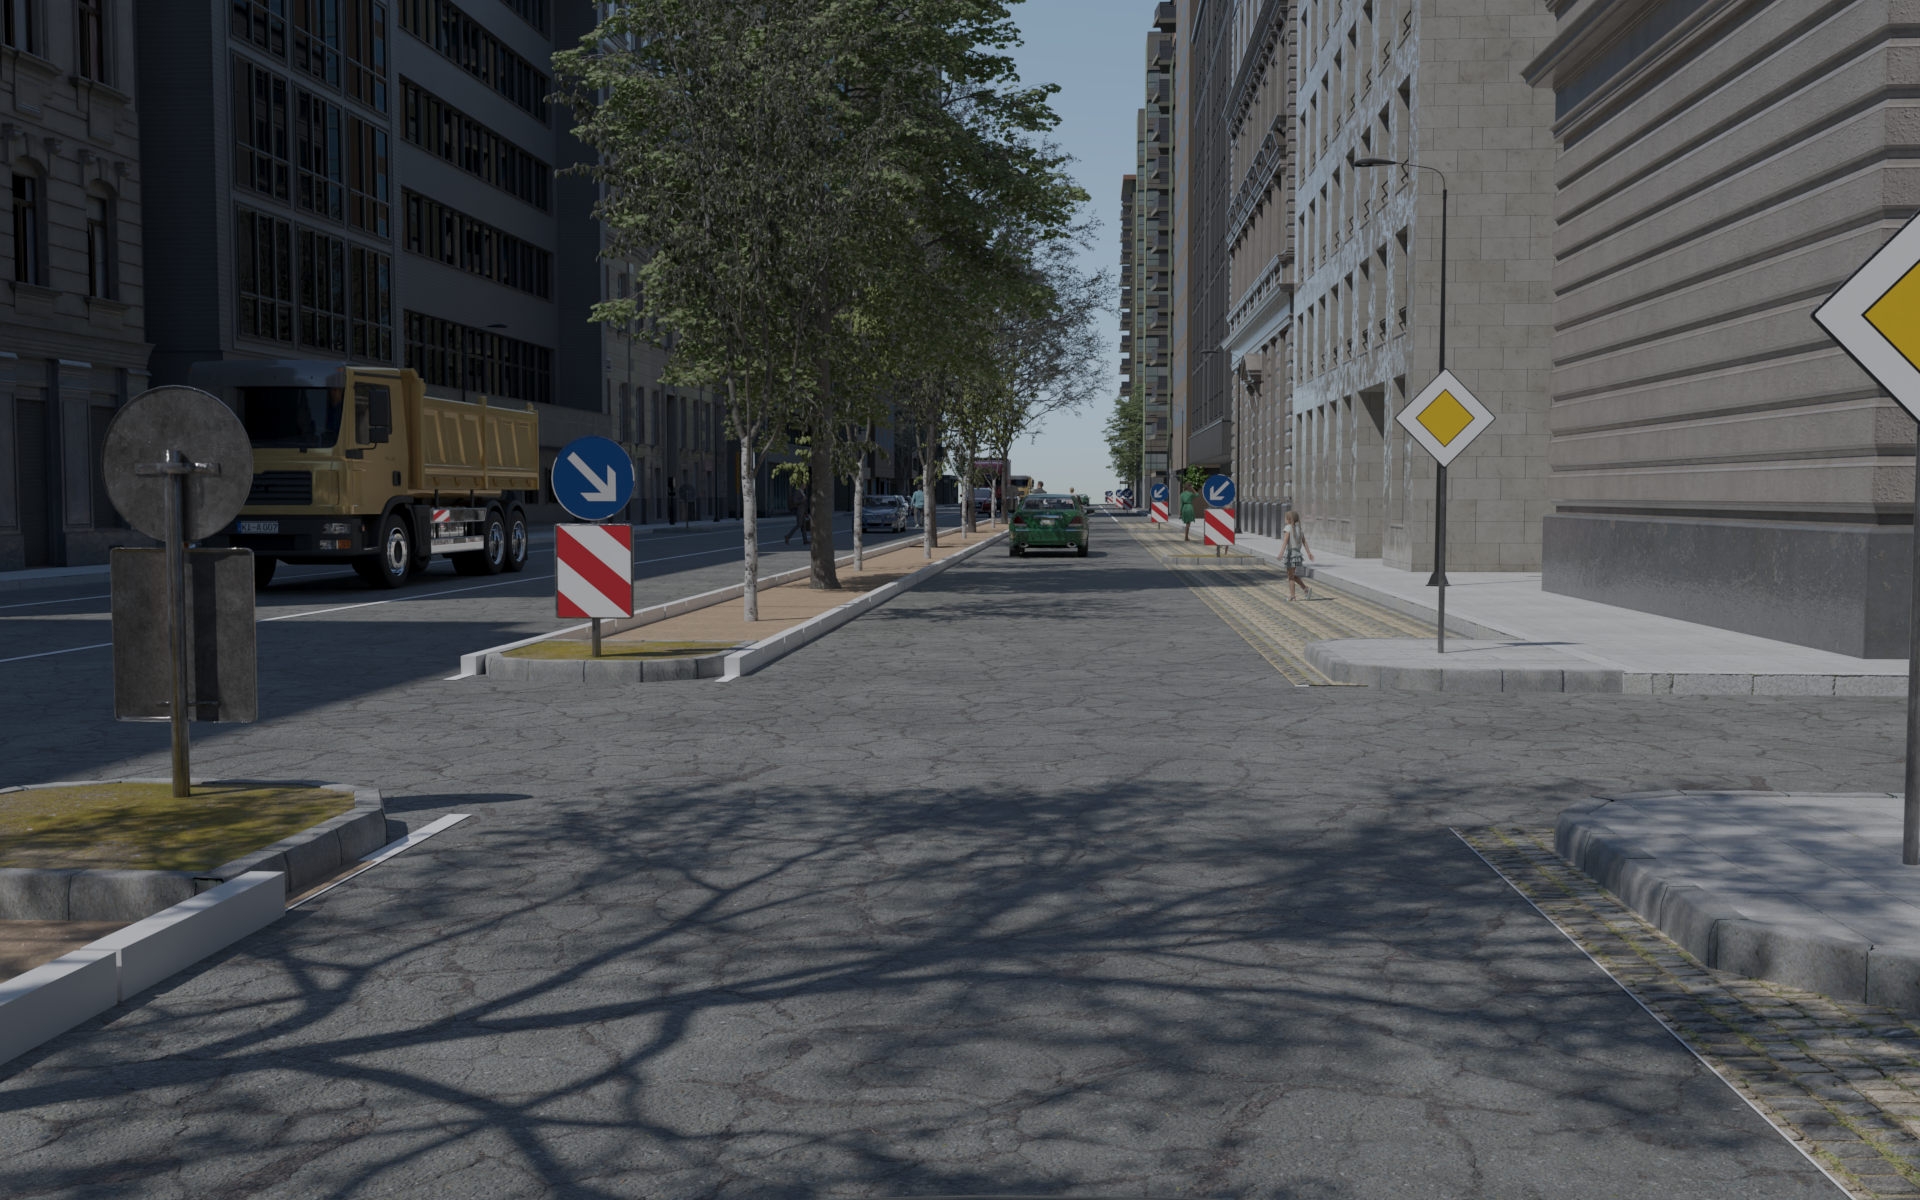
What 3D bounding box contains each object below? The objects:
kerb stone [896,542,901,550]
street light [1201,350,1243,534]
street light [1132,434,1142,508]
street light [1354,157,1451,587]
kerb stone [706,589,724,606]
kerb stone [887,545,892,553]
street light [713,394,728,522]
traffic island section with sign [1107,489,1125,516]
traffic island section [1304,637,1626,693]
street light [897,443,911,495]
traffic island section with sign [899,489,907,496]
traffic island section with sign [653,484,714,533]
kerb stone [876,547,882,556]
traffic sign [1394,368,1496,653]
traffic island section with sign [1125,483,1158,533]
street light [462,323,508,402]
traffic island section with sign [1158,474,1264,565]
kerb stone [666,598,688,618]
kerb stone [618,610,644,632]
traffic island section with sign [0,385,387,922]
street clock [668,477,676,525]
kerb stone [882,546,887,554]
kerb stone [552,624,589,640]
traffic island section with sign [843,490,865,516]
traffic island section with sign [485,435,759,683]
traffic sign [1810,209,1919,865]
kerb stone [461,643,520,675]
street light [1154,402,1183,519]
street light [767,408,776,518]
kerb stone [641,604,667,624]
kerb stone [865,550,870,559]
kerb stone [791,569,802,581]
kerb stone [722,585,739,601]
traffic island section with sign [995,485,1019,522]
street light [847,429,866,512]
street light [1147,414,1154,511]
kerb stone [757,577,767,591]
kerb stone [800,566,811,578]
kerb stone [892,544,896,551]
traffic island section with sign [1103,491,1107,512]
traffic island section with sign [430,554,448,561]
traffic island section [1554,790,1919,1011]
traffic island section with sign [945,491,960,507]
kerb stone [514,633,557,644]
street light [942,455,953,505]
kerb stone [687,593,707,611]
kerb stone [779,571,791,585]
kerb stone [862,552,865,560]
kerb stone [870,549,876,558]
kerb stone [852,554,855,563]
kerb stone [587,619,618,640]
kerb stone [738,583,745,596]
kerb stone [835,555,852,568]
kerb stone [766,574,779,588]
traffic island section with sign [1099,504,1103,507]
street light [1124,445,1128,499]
[{"bbox_3d":[-1.680,-1.327,43.894,0.120,0.150,1.000,0,4,4],"label":"kerb stone"},{"bbox_3d":[8.438,-5.095,55.852,1.470,5.913,1.316,0,4,4],"label":"street light"},{"bbox_3d":[14.132,-9.828,133.225,1.470,5.913,1.316,0,4,4],"label":"street light"},{"bbox_3d":[6.134,-3.149,24.033,1.470,5.913,1.316,0,4,4],"label":"street light"},{"bbox_3d":[-3.253,-0.011,22.409,0.120,0.150,1.000,0,4,4],"label":"kerb stone"},{"bbox_3d":[-1.828,-1.202,41.856,0.120,0.150,1.000,0,4,4],"label":"kerb stone"},{"bbox_3d":[-10.618,-6.520,79.145,1.470,5.913,1.316,0,4,4],"label":"street light"},{"bbox_3d":[10.848,-6.415,113.521,1.989,1.847,2.006,0,4,4],"label":"traffic island section with sign"},{"bbox_3d":[3.898,0.508,13.980,2.009,0.180,2.903,0,4,4],"label":"traffic island section"},{"bbox_3d":[-5.079,-11.249,156.459,1.470,5.913,1.316,0,4,4],"label":"street light"},{"bbox_3d":[-4.684,-8.155,141.964,1.989,1.847,2.006,0,4,4],"label":"traffic island section with sign"},{"bbox_3d":[-10.305,-3.449,65.012,1.989,1.847,2.006,0,4,4],"label":"traffic island section with sign"},{"bbox_3d":[-1.978,-1.075,39.796,0.120,0.150,1.000,0,4,4],"label":"kerb stone"},{"bbox_3d":[3.874,-0.628,13.904,0.795,2.450,0.064,0,4,4],"label":"traffic sign"},{"bbox_3d":[7.200,-3.370,63.728,1.989,1.847,2.006,0,4,4],"label":"traffic island section with sign"},{"bbox_3d":[-13.006,-4.574,47.332,1.470,5.913,1.316,0,4,4],"label":"street light"},{"bbox_3d":[5.158,-1.649,35.582,1.989,1.847,2.006,0,4,4],"label":"traffic island section with sign"},{"bbox_3d":[-3.395,0.115,20.353,0.120,0.150,1.000,0,4,4],"label":"kerb stone"},{"bbox_3d":[-3.554,0.238,18.306,0.120,0.150,1.000,0,4,4],"label":"kerb stone"},{"bbox_3d":[-3.353,0.085,6.741,2.006,1.907,1.989,0,4,4],"label":"traffic island section with sign"},{"bbox_3d":[-11.961,-4.121,71.941,0.358,2.002,0.471,0,4,4],"label":"street clock"},{"bbox_3d":[-1.906,-1.140,40.834,0.120,0.150,1.000,0,4,4],"label":"kerb stone"},{"bbox_3d":[-3.704,0.364,16.242,0.120,0.150,1.000,0,4,4],"label":"kerb stone"},{"bbox_3d":[-6.658,-6.511,115.080,1.989,1.847,2.006,0,4,4],"label":"traffic island section with sign"},{"bbox_3d":[-2.804,-0.366,14.128,2.006,1.907,1.989,0,4,4],"label":"traffic island section with sign"},{"bbox_3d":[3.292,-0.141,5.941,0.795,2.450,0.064,0,4,4],"label":"traffic sign"},{"bbox_3d":[-3.852,0.489,14.198,0.120,0.150,1.000,0,4,4],"label":"kerb stone"},{"bbox_3d":[10.709,-7.042,87.673,1.470,5.913,1.316,0,4,4],"label":"street light"},{"bbox_3d":[-9.688,-7.293,91.782,1.470,5.913,1.316,0,4,4],"label":"street light"},{"bbox_3d":[-3.481,0.175,19.329,0.120,0.150,1.000,0,4,4],"label":"kerb stone"},{"bbox_3d":[-2.131,-0.951,37.749,0.120,0.150,1.000,0,4,4],"label":"kerb stone"},{"bbox_3d":[-2.795,-0.389,28.553,0.120,0.150,1.000,0,4,4],"label":"kerb stone"},{"bbox_3d":[-3.177,-0.075,23.428,0.120,0.150,1.000,0,4,4],"label":"kerb stone"},{"bbox_3d":[2.664,-4.950,89.068,2.006,1.907,1.989,0,4,4],"label":"traffic island section with sign"},{"bbox_3d":[-7.439,-9.280,124.273,1.470,5.913,1.316,0,4,4],"label":"street light"},{"bbox_3d":[11.618,-7.849,100.880,1.470,5.913,1.316,0,4,4],"label":"street light"},{"bbox_3d":[-3.022,-0.201,25.478,0.120,0.150,1.000,0,4,4],"label":"kerb stone"},{"bbox_3d":[-2.724,-0.451,29.573,0.120,0.150,1.000,0,4,4],"label":"kerb stone"},{"bbox_3d":[-1.757,-1.265,42.875,0.120,0.150,1.000,0,4,4],"label":"kerb stone"},{"bbox_3d":[12.812,-8.063,140.450,1.989,1.847,2.006,0,4,4],"label":"traffic island section with sign"},{"bbox_3d":[-12.305,-1.779,37.717,1.989,1.847,2.006,0,4,4],"label":"traffic island section with sign"},{"bbox_3d":[3.316,0.995,6.016,2.009,0.180,2.903,0,4,4],"label":"traffic island section"},{"bbox_3d":[-0.652,-11.533,197.184,1.989,1.847,2.006,0,4,4],"label":"traffic island section with sign"},{"bbox_3d":[-3.773,0.427,15.221,0.120,0.150,1.000,0,4,4],"label":"kerb stone"},{"bbox_3d":[-1.447,-14.332,206.874,1.470,5.913,1.316,0,4,4],"label":"street light"},{"bbox_3d":[-3.320,0.050,21.382,0.120,0.150,1.000,0,4,4],"label":"kerb stone"},{"bbox_3d":[-2.877,-0.326,27.535,0.120,0.150,1.000,0,4,4],"label":"kerb stone"},{"bbox_3d":[-2.199,-0.889,36.723,0.120,0.150,1.000,0,4,4],"label":"kerb stone"},{"bbox_3d":[-2.060,-1.014,38.778,0.120,0.150,1.000,0,4,4],"label":"kerb stone"},{"bbox_3d":[-2.276,-0.826,35.703,0.120,0.150,1.000,0,4,4],"label":"kerb stone"},{"bbox_3d":[-3.631,0.301,17.270,0.120,0.150,1.000,0,4,4],"label":"kerb stone"},{"bbox_3d":[-3.101,-0.138,24.452,0.120,0.150,1.000,0,4,4],"label":"kerb stone"},{"bbox_3d":[-2.350,-0.764,34.683,0.120,0.150,1.000,0,4,4],"label":"kerb stone"},{"bbox_3d":[-2.958,-0.264,26.506,0.120,0.150,1.000,0,4,4],"label":"kerb stone"},{"bbox_3d":[16.874,-11.455,195.910,1.989,1.847,2.006,0,4,4],"label":"traffic island section with sign"},{"bbox_3d":[16.316,-11.775,165.069,1.470,5.913,1.316,0,4,4],"label":"street light"}]
